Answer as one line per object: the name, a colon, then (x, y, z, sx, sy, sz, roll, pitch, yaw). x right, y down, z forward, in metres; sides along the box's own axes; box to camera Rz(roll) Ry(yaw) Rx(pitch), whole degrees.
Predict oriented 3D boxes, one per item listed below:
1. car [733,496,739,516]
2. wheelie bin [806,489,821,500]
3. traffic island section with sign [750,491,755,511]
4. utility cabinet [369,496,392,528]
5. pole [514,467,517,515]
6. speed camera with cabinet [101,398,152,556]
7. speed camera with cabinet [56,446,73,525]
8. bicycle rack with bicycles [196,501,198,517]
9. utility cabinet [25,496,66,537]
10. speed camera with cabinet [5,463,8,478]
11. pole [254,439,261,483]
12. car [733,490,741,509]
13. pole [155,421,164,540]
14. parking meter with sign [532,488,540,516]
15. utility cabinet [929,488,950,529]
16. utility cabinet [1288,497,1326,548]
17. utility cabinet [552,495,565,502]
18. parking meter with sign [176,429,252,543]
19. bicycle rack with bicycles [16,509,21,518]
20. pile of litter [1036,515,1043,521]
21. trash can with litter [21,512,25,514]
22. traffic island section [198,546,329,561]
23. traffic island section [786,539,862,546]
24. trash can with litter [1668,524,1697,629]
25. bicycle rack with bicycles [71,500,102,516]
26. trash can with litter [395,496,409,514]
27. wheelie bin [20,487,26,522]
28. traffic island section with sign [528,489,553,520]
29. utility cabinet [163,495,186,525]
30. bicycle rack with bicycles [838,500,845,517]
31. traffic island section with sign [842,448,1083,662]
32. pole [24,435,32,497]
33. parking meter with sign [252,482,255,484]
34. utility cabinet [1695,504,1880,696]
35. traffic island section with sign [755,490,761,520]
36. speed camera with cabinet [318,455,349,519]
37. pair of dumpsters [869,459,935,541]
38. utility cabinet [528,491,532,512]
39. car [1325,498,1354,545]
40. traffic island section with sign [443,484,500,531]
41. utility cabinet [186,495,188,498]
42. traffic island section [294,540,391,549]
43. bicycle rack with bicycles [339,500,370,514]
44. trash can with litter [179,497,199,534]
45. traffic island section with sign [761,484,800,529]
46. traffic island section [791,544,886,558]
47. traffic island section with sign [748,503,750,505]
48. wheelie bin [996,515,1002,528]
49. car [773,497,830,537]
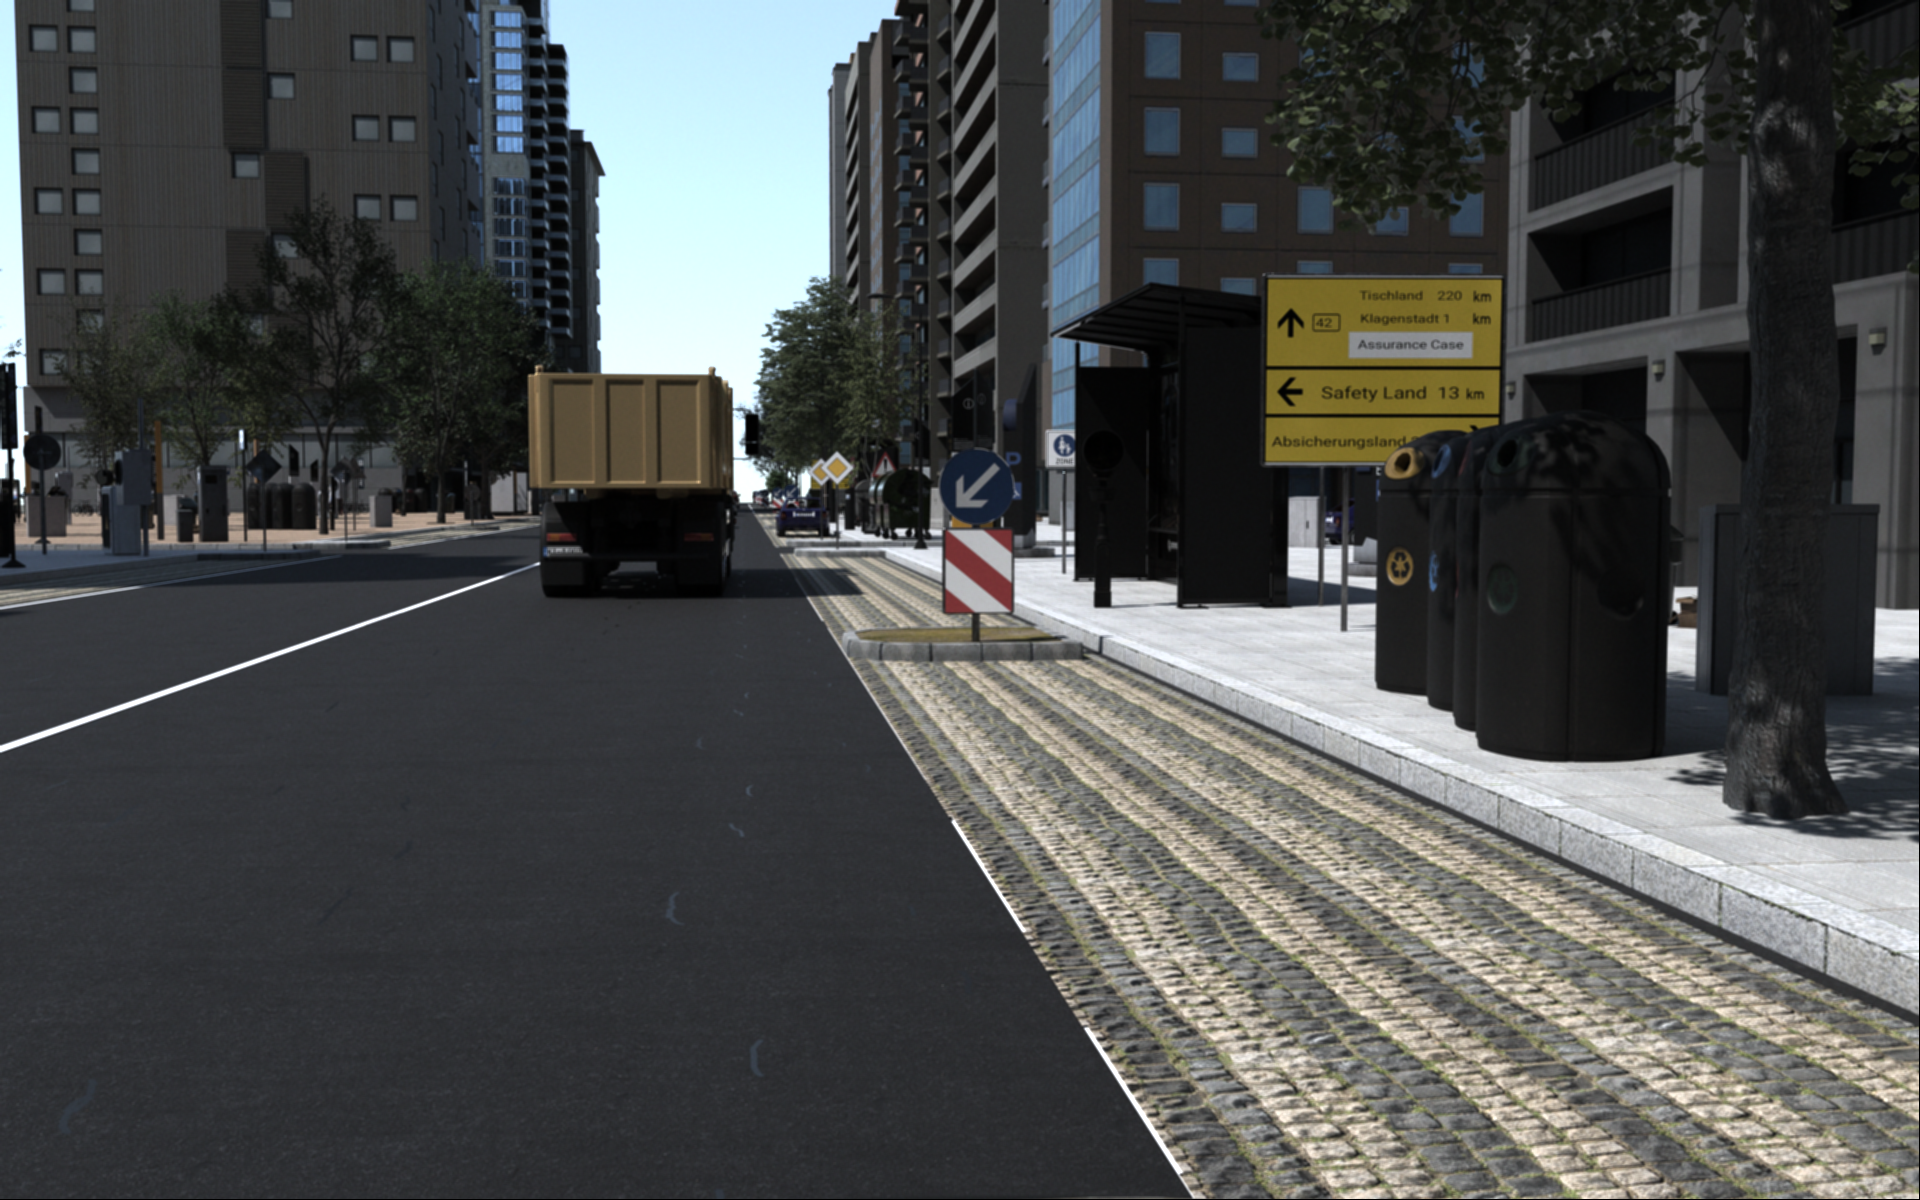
car: (-15.684, -6.302, 115.039, 2.014, 1.417, 4.499, 0, 4, -7)
wheelie bin: (-8.502, -5.657, 100.407, 0.980, 1.594, 0.693, -2, 4, -34)
traffic island section with sign: (-16.681, -8.485, 147.358, 1.989, 1.847, 2.006, 0, 4, -7)
utility cabinet: (-22.380, -3.411, 66.926, 0.306, 1.237, 1.020, 1, 4, 19)
pole: (-27.257, -6.872, 106.202, 0.158, 3.312, 0.155, 0, 3, 0)
speed camera with cabinet: (-17.419, -2.557, 36.145, 0.660, 3.252, 2.038, -3, 4, -37)
speed camera with cabinet: (-37.574, -4.780, 72.495, 0.660, 3.252, 2.038, -2, 4, -32)
bicycle rack with bicycles: (-42.237, -4.992, 94.999, 2.852, 0.926, 2.925, -3, 5, -41)
utility cabinet: (-27.373, -2.490, 51.868, 1.020, 1.237, 0.306, -3, 5, -40)
speed camera with cabinet: (-60.709, -7.042, 109.480, 0.660, 3.252, 2.038, 1, 4, 22)
pole: (-26.212, -4.331, 64.651, 0.158, 3.312, 0.155, 0, 3, 0)
car: (-22.938, -9.983, 171.888, 2.281, 1.827, 5.304, 0, 4, -6)
pole: (-22.356, -3.335, 48.364, 0.158, 3.312, 0.155, 0, 3, 0)
parking meter with sign: (-25.568, -6.607, 104.289, 0.543, 3.016, 1.738, -1, 4, -12)
utility cabinet: (-0.830, -3.305, 62.715, 0.318, 1.500, 1.173, -2, 4, -35)
utility cabinet: (8.272, -1.849, 41.392, 0.306, 1.237, 1.020, -2, 4, -32)
utility cabinet: (-27.978, -6.723, 121.087, 1.020, 1.237, 0.306, -2, 4, -30)
parking meter with sign: (-20.006, -3.061, 46.302, 1.738, 3.016, 0.543, -2, 4, -34)
bicycle rack with bicycles: (-51.202, -4.835, 92.441, 2.852, 0.926, 2.925, -1, 4, -16)
pile of litter: (3.348, -4.093, 80.893, 1.719, 0.858, 1.176, -1, 4, -20)
trash can with litter: (-61.439, -6.208, 112.554, 1.678, 1.210, 2.233, -3, 5, -41)
traffic island section: (-15.514, -0.999, 38.615, 2.009, 0.180, 2.903, 0, 4, -7)
traffic island section: (-3.822, -1.581, 48.128, 2.009, 0.180, 2.903, 0, 4, -7)
trash can with litter: (6.965, -0.335, 16.868, 0.624, 1.170, 1.055, -3, 5, -41)
bicycle rack with bicycles: (-51.079, -5.335, 100.608, 2.852, 0.926, 2.925, -3, 5, -44)
trash can with litter: (-35.425, -6.021, 109.835, 0.624, 1.170, 1.055, 0, 4, 3)
wheelie bin: (-42.164, -4.328, 78.665, 0.980, 1.594, 0.693, -1, 4, -20)
traffic island section with sign: (-22.664, -5.294, 95.189, 1.989, 1.847, 2.006, 0, 4, -7)
utility cabinet: (-32.345, -3.662, 71.039, 1.020, 1.237, 0.306, 2, 4, 25)
bicycle rack with bicycles: (-8.564, -5.842, 108.897, 2.852, 0.926, 2.925, -1, 4, -18)
traffic island section with sign: (-0.053, -0.430, 15.654, 1.989, 1.847, 2.006, 0, 4, -7)
pole: (-32.108, -4.027, 59.682, 0.158, 3.312, 0.155, 0, 3, 0)
parking meter with sign: (-45.809, -7.085, 112.098, 0.543, 3.016, 1.738, -2, 4, -23)
utility cabinet: (5.307, 0.001, 11.143, 1.020, 1.237, 0.306, 0, 4, 2)
traffic island section with sign: (-10.377, -5.433, 97.454, 1.989, 1.847, 2.006, 0, 4, -7)
speed camera with cabinet: (-32.112, -5.773, 88.732, 2.038, 3.252, 0.660, 3, 5, 41)
pair of dumpsters: (-1.668, -2.892, 49.779, 1.574, 2.255, 4.437, 0, 4, -7)
utility cabinet: (-29.791, -6.752, 119.067, 1.173, 1.500, 0.318, 2, 4, 30)
car: (11.411, -1.985, 45.034, 3.894, 1.354, 1.945, 0, 4, -5)
traffic island section with sign: (-19.287, -3.659, 68.445, 1.989, 1.847, 2.006, 0, 4, -7)
utility cabinet: (-44.051, -5.303, 97.865, 1.020, 1.237, 0.306, 2, 4, 26)
traffic island section: (-16.514, -1.484, 46.537, 2.009, 0.180, 2.903, 0, 4, -7)
bicycle rack with bicycles: (-39.533, -6.054, 112.358, 2.852, 0.926, 2.925, 3, 5, 43)
trash can with litter: (-25.046, -2.760, 56.518, 1.055, 1.170, 0.624, 3, 5, 45)
traffic island section with sign: (-7.008, -3.797, 70.709, 1.989, 1.847, 2.006, 0, 4, -7)
traffic island section: (-2.822, -1.096, 40.205, 2.009, 0.180, 2.903, 0, 4, -7)
traffic island section with sign: (-20.057, -10.121, 174.102, 1.989, 1.847, 2.006, 0, 4, -7)
wheelie bin: (0.999, -2.929, 55.796, 0.980, 1.594, 0.693, 0, 4, -3)
car: (-5.342, -2.813, 58.572, 1.945, 1.354, 3.894, 0, 4, -7)
